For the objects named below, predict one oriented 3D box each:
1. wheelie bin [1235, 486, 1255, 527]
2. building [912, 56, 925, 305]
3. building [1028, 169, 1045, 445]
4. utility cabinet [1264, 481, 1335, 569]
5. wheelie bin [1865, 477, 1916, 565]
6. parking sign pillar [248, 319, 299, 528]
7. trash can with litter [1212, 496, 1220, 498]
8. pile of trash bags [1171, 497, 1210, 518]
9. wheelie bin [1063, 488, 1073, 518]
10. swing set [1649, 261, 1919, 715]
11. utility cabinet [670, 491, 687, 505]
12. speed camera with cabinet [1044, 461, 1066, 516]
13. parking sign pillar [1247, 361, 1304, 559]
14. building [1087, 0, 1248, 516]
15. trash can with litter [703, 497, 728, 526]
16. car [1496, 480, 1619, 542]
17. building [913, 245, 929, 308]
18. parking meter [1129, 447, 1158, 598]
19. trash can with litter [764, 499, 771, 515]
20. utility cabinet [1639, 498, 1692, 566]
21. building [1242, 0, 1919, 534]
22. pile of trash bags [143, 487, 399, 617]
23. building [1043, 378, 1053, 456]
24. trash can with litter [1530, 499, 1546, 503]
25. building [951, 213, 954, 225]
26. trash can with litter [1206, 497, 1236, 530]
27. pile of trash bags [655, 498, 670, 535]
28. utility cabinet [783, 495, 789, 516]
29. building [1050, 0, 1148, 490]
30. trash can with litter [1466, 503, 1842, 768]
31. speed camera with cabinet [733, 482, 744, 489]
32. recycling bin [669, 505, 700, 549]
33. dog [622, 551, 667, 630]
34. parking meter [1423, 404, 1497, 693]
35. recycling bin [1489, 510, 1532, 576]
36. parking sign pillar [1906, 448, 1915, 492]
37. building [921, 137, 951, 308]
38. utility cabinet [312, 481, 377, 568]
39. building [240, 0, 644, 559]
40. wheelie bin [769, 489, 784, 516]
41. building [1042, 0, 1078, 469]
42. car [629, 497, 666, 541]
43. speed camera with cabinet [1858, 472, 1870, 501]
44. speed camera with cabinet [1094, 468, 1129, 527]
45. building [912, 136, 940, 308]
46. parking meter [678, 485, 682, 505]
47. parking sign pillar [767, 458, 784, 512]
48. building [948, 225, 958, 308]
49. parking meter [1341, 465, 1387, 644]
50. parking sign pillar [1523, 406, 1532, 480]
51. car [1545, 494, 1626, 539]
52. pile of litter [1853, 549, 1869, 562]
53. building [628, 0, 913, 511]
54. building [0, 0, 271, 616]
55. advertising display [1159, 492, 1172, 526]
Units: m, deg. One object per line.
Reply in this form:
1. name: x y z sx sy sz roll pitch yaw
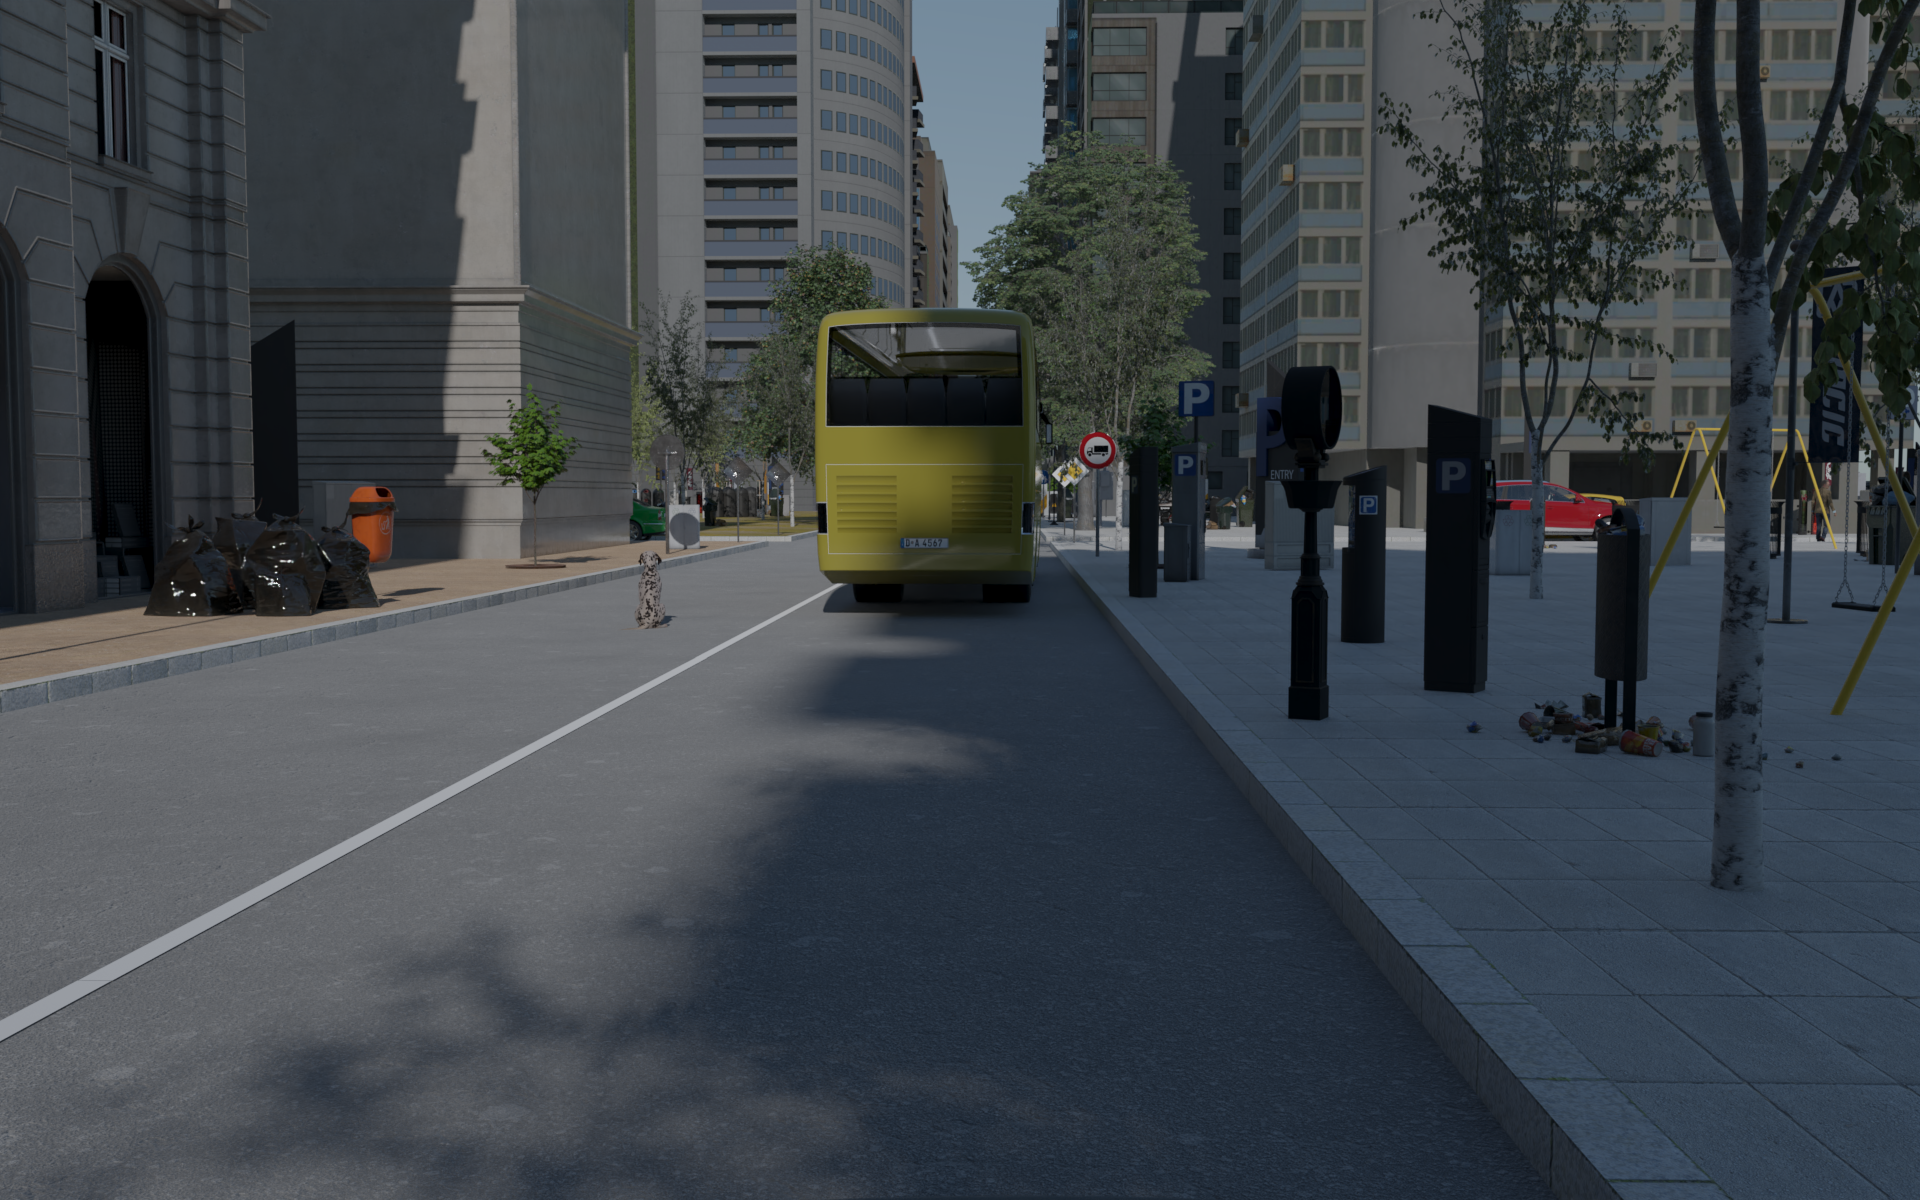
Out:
1. wheelie bin: 11.060 -3.623 67.152 0.693 1.594 0.980 0 4 -2
2. building: -14.901 -31.609 171.432 22.147 44.769 28.867 0 4 2
3. building: 25.206 -41.843 273.375 28.713 52.752 27.495 0 4 2
4. utility cabinet: 5.747 -1.259 29.269 1.173 1.500 0.318 -1 4 -20
5. wheelie bin: 16.872 -1.435 31.366 0.693 1.594 0.980 -1 4 -15
6. parking sign pillar: -10.927 -2.341 26.743 1.447 3.967 1.447 -1 4 -23
7. trash can with litter: 10.897 -3.967 75.919 2.233 1.210 1.678 -3 5 -45
8. pile of trash bags: 12.669 -5.089 92.960 3.447 1.369 1.912 0 4 -7
9. wheelie bin: 5.501 -5.103 91.344 0.693 1.594 0.980 3 5 44
10. swing set: 6.375 -0.842 11.384 2.862 2.851 3.119 0 4 -5
11. utility cabinet: -19.801 -6.920 121.826 1.173 1.500 0.318 -1 4 -9
12. speed camera with cabinet: 5.801 -6.593 102.124 2.038 3.252 0.660 -3 4 -38
13. parking sign pillar: 6.483 -2.821 34.595 1.447 3.967 1.447 -2 4 -30
14. building: 14.688 -20.420 105.566 14.160 30.474 14.107 0 4 2
15. trash can with litter: -9.724 -3.521 68.962 1.055 1.170 0.624 2 4 29
16. car: 16.079 -2.413 48.130 5.304 1.827 2.281 0 4 0
17. building: -10.767 -25.780 193.207 14.160 30.474 14.107 0 4 2
18. parking meter: 2.280 -0.970 21.564 0.255 1.863 0.399 -1 4 -16
19. trash can with litter: -12.035 -5.844 106.934 1.055 1.170 0.624 -2 4 -25
20. utility cabinet: 12.683 -1.223 31.159 1.020 1.237 0.306 -2 4 -25
21. building: 24.498 -23.178 70.845 23.993 40.220 32.217 0 4 2
22. pile of trash bags: -7.458 -0.605 19.642 1.912 1.369 3.447 1 4 13
23. building: 17.624 -27.513 221.540 14.160 30.474 14.107 0 4 2
24. trash can with litter: 13.366 -1.836 41.075 2.233 1.210 1.678 -3 4 -36
25. building: -11.878 -39.789 274.248 21.300 48.544 21.600 0 4 2
26. trash can with litter: 9.360 -3.118 62.363 1.055 1.170 0.624 -2 4 -30
27. pile of trash bags: -10.567 -2.753 54.772 3.447 1.369 1.912 1 4 17
28. utility cabinet: -10.558 -5.570 102.236 0.306 1.237 1.020 3 5 42
29. building: 17.712 -42.768 137.514 20.563 71.187 20.611 0 4 2
30. trash can with litter: 3.574 0.110 9.256 1.678 1.210 2.233 1 4 11
31. speed camera with cabinet: -13.110 -6.608 102.375 0.660 3.252 2.038 0 4 -8
32. recycling bin: -6.466 -1.714 40.578 0.722 1.027 0.722 -1 4 -9
33. dog: -3.417 -0.104 18.544 0.513 0.831 0.800 2 4 31
34. parking meter: 3.251 -0.340 11.262 0.399 1.863 0.255 2 4 33
35. recycling bin: 8.772 -0.920 27.592 0.722 1.027 0.722 0 4 -4
36. parking sign pillar: 51.702 -6.413 93.322 1.447 3.967 1.447 2 4 31
37. building: -12.646 -37.611 238.636 21.300 48.544 21.600 0 4 2
38. utility cabinet: -10.387 -1.261 29.292 0.318 1.500 1.173 1 4 23
39. building: -18.306 -12.398 38.864 21.152 22.565 11.583 0 4 2
40. wheelie bin: -10.522 -5.595 99.383 0.980 1.594 0.693 2 4 35
41. building: 19.013 -33.275 163.648 23.786 49.044 30.456 0 4 2
42. car: -10.817 -2.557 50.611 4.718 1.807 1.959 0 4 1
43. speed camera with cabinet: 37.177 -4.696 71.111 0.660 3.252 2.038 0 4 -7
44. speed camera with cabinet: 6.343 -4.524 68.305 2.038 3.252 0.660 0 4 -6
45. building: -9.759 -34.894 220.631 14.600 45.320 14.200 0 4 2
46. parking meter: -18.194 -6.562 113.007 0.255 1.863 0.399 -2 4 -34
47. parking sign pillar: -12.751 -8.046 120.022 1.447 3.967 1.447 -3 4 -38
48. building: -7.476 -35.042 256.530 14.154 41.232 14.086 0 4 2
49. parking meter: 3.495 -0.402 14.990 0.372 1.533 0.369 0 3 0
50. parking sign pillar: 17.696 -3.988 53.679 1.447 3.967 1.447 1 4 20
51. car: 17.616 -2.454 50.342 3.980 1.641 2.015 0 4 3
52. pile of litter: 17.912 -1.176 33.190 1.719 0.858 1.176 0 4 -5
53. building: -15.164 -36.727 142.481 21.231 58.520 28.212 0 4 2
54. building: -15.928 -10.407 11.959 13.314 21.916 24.055 0 4 2
55. advertising display: 8.267 -3.951 69.820 0.974 1.923 0.123 1 4 22
